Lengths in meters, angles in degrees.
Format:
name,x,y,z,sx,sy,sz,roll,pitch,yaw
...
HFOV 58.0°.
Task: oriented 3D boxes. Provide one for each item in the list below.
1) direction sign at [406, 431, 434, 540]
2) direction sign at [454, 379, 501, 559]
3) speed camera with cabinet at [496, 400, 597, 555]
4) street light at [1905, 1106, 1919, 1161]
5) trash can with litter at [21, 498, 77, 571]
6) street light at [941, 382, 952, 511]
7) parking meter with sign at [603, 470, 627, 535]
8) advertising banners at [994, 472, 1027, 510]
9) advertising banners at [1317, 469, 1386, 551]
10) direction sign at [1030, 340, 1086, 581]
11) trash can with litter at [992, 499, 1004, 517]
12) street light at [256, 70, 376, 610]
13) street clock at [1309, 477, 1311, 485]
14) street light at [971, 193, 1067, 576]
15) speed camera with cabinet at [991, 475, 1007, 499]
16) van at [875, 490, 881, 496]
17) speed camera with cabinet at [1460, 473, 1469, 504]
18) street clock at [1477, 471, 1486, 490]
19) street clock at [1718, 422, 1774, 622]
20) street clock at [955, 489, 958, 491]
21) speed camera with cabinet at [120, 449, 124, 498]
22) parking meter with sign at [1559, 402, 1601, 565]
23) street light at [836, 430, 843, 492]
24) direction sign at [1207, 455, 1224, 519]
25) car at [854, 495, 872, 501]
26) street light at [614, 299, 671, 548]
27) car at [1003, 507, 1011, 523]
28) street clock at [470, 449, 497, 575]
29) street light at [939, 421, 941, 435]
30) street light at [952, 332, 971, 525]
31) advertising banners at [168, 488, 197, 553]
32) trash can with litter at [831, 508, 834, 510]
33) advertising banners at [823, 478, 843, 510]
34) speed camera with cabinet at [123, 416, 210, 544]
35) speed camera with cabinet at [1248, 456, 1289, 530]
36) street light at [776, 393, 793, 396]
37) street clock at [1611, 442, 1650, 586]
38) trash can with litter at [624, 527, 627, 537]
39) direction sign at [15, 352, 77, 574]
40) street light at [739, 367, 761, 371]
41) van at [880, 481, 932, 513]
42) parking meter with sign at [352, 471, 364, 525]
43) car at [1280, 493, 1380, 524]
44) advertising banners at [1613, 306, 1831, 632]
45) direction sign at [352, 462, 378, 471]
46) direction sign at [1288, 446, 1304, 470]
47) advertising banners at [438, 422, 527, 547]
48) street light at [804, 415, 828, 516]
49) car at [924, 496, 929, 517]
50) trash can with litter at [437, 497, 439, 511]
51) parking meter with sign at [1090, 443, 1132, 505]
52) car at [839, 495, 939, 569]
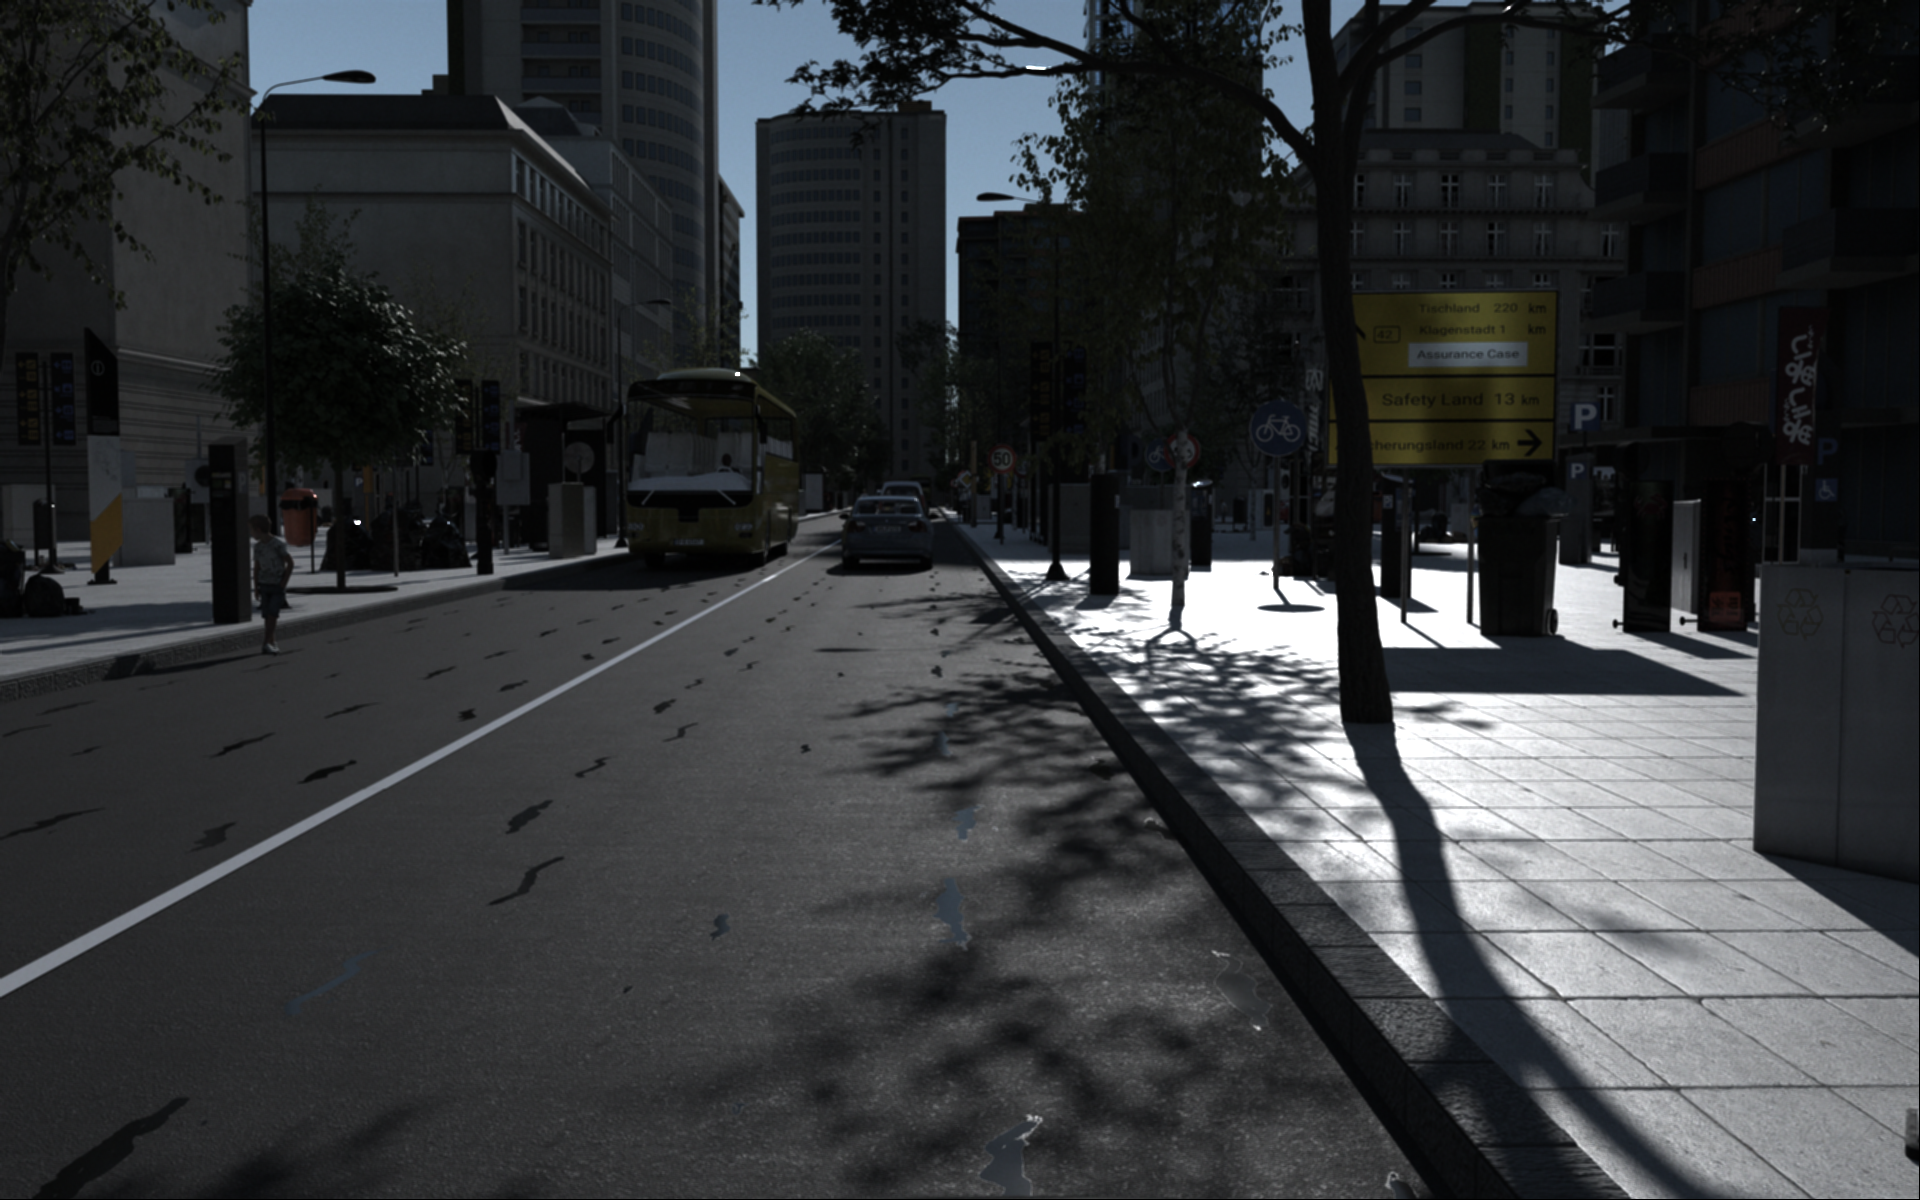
name,x,y,z,sx,sy,sz,roll,pitch,yaw
direction sign,-15.025,-3.422,47.948,0.876,3.537,0.379,-1,4,-12
direction sign,-9.574,-2.595,34.426,0.876,3.537,0.379,-2,4,-27
speed camera with cabinet,-8.753,-2.588,36.653,2.038,3.252,0.660,-1,4,-13
street light,1.472,-1.876,3.209,1.470,5.913,1.316,0,4,-1
trash can with litter,-15.835,-1.117,29.323,1.678,1.210,2.233,0,4,5
street light,0.047,-6.075,71.870,1.470,5.913,1.316,0,4,-1
parking meter with sign,-11.193,-3.589,54.937,1.738,3.016,0.543,-1,4,-9
advertising banners,2.388,-5.396,84.418,2.074,3.025,0.090,-3,4,-37
advertising banners,8.890,-2.635,39.263,2.074,3.025,0.090,-1,4,-22
direction sign,1.455,-2.064,25.750,0.876,3.537,0.379,2,4,24
trash can with litter,3.093,-5.474,100.560,2.233,1.210,1.678,1,4,21
street light,-7.108,-2.850,19.144,1.470,5.913,1.316,0,4,-1
street clock,13.664,-3.801,66.708,0.471,2.002,0.358,1,4,17
street light,0.958,-3.323,26.865,1.470,5.913,1.316,0,4,-1
speed camera with cabinet,2.361,-5.610,86.063,0.660,3.252,2.038,3,5,40
van,-7.446,-9.844,167.968,2.013,2.044,4.112,0,4,-3
speed camera with cabinet,33.518,-7.456,116.240,0.660,3.252,2.038,-2,4,-28
street clock,15.815,-2.913,52.192,0.471,2.002,0.358,1,4,13
street clock,7.872,-0.784,17.390,0.358,2.002,0.471,-2,4,-32
street clock,-0.245,-8.976,151.334,0.471,2.002,0.358,3,4,37
speed camera with cabinet,-29.718,-4.080,61.049,0.660,3.252,2.038,3,5,42
parking meter with sign,11.487,-2.197,32.184,0.543,3.016,1.738,2,4,27
street light,-9.085,-9.286,124.366,1.470,5.913,1.316,0,4,-1
direction sign,13.407,-6.054,90.987,0.876,3.537,0.379,2,4,27
car,-7.651,-7.896,141.671,1.945,1.354,3.894,0,4,-2
street light,-7.587,-4.213,41.422,1.470,5.913,1.316,0,4,-1
car,3.951,-4.146,77.570,4.222,1.686,2.009,0,3,0
street clock,-7.589,-1.410,27.628,0.358,2.002,0.471,1,4,15
street light,-0.181,-7.037,87.596,1.470,5.913,1.316,0,4,-1
street light,0.584,-4.718,49.674,1.470,5.913,1.316,0,4,-1
advertising banners,-17.602,-2.515,37.308,2.074,3.025,0.090,-1,4,-14
trash can with litter,-10.811,-7.737,137.553,2.233,1.210,1.678,3,4,39
advertising banners,-10.486,-8.847,140.834,2.074,3.025,0.090,-1,4,-10
speed camera with cabinet,-19.688,-2.999,43.377,2.038,3.252,0.660,-3,5,-41
speed camera with cabinet,11.073,-4.135,61.938,0.660,3.252,2.038,3,4,39
street light,-8.366,-6.564,79.870,1.470,5.913,1.316,0,4,-1
street clock,9.331,-1.197,24.144,0.471,2.002,0.358,-1,4,-19
trash can with litter,-9.582,-2.451,51.464,1.055,1.170,0.624,-1,4,-12
direction sign,-14.639,-2.190,27.808,0.876,3.537,0.379,0,4,-7
street light,-8.008,-5.571,63.621,1.470,5.913,1.316,0,4,-1
van,-1.945,-3.152,58.547,2.013,2.044,4.112,0,4,-1
parking meter with sign,-21.521,-4.018,61.950,0.543,3.016,1.738,-1,4,-21
car,16.117,-4.081,75.757,4.494,1.783,2.155,0,4,-1
advertising banners,7.102,-1.219,16.112,2.074,3.025,0.090,0,4,-8
direction sign,-20.405,-4.122,59.388,0.876,3.537,0.379,0,4,0
direction sign,16.042,-5.526,82.345,0.876,3.537,0.379,1,4,11
advertising banners,-11.501,-2.796,41.909,2.074,3.025,0.090,0,4,-3
street light,-8.634,-7.922,102.071,1.470,5.913,1.316,0,4,-1
car,-2.579,-5.274,96.023,2.009,1.686,4.222,0,3,0
trash can with litter,-23.561,-4.169,79.557,1.055,1.170,0.624,3,5,41
parking meter with sign,4.969,-3.535,54.054,1.738,3.016,0.543,2,4,27
car,-1.415,-1.366,34.333,2.014,1.417,4.499,0,4,-1
